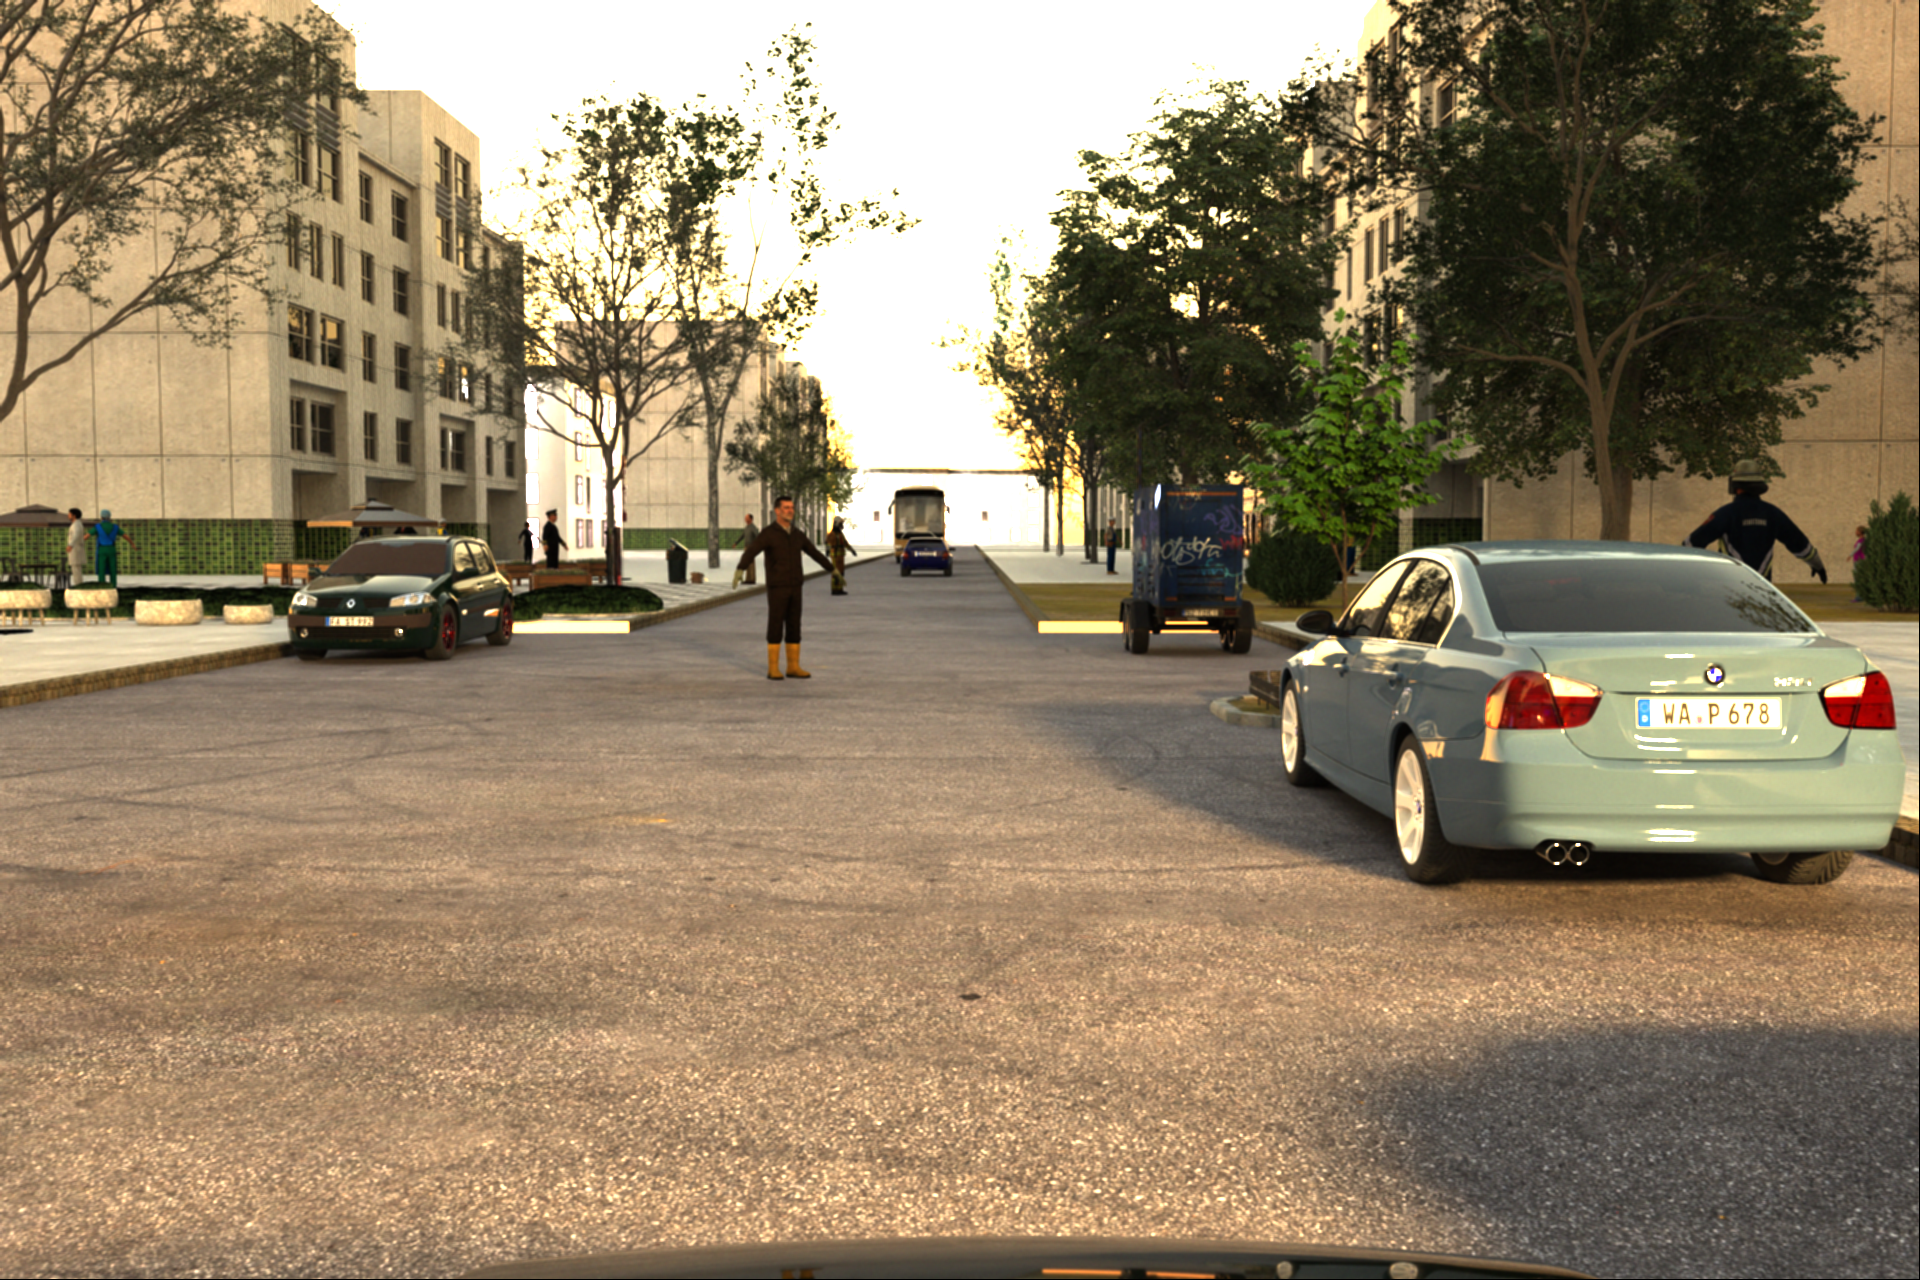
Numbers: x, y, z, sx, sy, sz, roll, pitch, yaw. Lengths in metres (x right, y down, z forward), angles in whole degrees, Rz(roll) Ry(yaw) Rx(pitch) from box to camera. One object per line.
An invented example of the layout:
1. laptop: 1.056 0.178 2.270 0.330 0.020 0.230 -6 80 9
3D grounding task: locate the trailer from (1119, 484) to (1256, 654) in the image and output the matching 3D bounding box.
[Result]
1. trailer: 2.732 -0.898 21.732 1.471 1.999 3.904 0 4 -1

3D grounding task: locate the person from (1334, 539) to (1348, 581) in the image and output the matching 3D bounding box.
1. person: 10.269 -2.503 47.055 0.705 1.813 1.348 3 4 38

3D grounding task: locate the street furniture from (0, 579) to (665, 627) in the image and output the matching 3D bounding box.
1. street furniture: -9.699 -0.673 26.623 10.072 0.657 5.734 0 4 -6

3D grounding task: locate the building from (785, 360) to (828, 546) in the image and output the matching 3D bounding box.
1. building: -24.474 -19.928 192.282 16.747 18.905 31.486 0 4 1

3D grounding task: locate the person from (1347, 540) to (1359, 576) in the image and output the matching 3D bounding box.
1. person: 12.004 -2.881 53.072 0.705 1.833 1.349 3 5 42

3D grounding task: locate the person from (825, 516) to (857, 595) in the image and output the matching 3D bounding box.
1. person: -2.847 -1.987 40.706 0.705 1.858 1.354 2 4 26

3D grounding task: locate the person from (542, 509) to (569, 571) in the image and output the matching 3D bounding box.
1. person: -9.060 -1.997 38.589 0.705 1.837 1.347 0 4 7

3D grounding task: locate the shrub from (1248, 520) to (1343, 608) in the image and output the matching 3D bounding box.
1. shrub: 5.916 -1.586 30.352 1.690 2.028 1.600 0 3 0

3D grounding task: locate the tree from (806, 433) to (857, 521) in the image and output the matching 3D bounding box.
1. tree: -8.969 -10.495 121.952 4.737 8.622 4.395 0 3 0

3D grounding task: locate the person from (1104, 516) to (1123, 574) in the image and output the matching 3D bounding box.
1. person: 4.865 -3.024 55.304 0.705 1.847 1.347 2 4 28

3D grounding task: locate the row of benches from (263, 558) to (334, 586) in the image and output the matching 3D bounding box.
1. row of benches: -16.069 -1.681 42.951 4.104 0.672 1.422 3 5 44

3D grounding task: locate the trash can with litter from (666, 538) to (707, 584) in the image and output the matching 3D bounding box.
1. trash can with litter: -7.114 -2.061 45.081 1.055 1.170 0.624 0 4 1

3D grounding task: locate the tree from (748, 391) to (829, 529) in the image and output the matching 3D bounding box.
1. tree: -9.241 -8.509 89.477 4.360 8.622 3.978 0 3 0

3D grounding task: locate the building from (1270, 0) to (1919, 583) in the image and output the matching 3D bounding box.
1. building: 22.136 -11.877 60.644 16.747 18.905 31.486 0 3 0

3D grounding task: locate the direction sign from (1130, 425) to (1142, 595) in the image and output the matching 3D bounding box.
1. direction sign: 3.779 -2.723 36.525 0.379 3.537 0.876 0 4 1

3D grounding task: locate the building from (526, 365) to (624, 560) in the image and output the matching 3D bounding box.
1. building: -23.964 -9.662 100.128 9.099 9.664 28.070 0 4 0

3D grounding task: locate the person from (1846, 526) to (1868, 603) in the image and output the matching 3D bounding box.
1. person: 16.822 -1.422 32.514 0.599 1.433 0.991 3 5 41

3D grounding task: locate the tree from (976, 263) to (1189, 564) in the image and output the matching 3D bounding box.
1. tree: 5.765 -10.071 75.036 12.009 13.543 11.850 0 3 0

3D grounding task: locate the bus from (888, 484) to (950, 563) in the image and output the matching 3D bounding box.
1. bus: -1.929 -5.909 88.163 2.896 3.916 12.252 0 4 0

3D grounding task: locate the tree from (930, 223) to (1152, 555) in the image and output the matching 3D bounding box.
1. tree: 4.990 -15.329 106.519 12.611 20.169 13.585 0 3 0

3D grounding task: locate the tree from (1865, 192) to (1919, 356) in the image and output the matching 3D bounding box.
1. tree: 25.409 -7.817 38.171 12.009 13.543 11.850 0 3 0

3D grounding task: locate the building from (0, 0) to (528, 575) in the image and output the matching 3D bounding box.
1. building: -29.740 -12.404 69.269 16.747 18.905 31.486 0 4 0

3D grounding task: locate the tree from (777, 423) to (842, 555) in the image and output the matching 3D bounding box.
1. tree: -9.557 -9.390 103.892 4.360 8.622 3.978 0 3 0

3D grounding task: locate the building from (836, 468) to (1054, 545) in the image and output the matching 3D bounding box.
1. building: -1.859 -16.891 220.775 28.070 9.664 9.099 0 4 -5

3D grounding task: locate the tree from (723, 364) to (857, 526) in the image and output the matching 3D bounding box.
1. tree: -9.430 -9.880 95.947 8.767 10.594 7.601 1 4 12

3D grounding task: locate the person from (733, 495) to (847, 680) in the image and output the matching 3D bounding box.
1. person: -1.721 -0.524 17.161 1.346 1.812 0.704 -3 5 -41

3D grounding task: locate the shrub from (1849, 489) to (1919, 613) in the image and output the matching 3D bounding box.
1. shrub: 15.437 -1.463 28.341 1.690 2.028 1.600 0 3 0

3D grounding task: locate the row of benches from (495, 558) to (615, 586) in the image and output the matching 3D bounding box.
1. row of benches: -10.200 -1.735 43.829 1.422 0.672 4.104 2 4 33

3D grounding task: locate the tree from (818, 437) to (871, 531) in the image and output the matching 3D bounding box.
1. tree: -9.030 -10.938 129.190 4.737 8.622 4.395 0 3 0

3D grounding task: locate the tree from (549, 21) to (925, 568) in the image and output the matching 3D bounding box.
1. tree: -8.183 -12.729 64.001 12.611 20.169 13.585 0 3 0

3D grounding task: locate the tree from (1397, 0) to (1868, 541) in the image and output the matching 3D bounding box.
1. tree: 13.900 -7.912 36.009 9.857 13.997 8.962 0 3 0

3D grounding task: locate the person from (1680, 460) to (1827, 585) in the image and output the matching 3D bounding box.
1. person: 6.013 -0.455 13.311 1.351 1.845 0.704 0 4 1

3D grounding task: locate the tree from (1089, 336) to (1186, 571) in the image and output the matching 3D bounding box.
1. tree: 6.361 -6.755 60.803 4.737 8.622 4.395 0 3 0

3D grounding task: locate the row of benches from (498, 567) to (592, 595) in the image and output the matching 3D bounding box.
1. row of benches: -8.628 -0.979 31.474 4.104 0.672 1.422 -1 4 -21

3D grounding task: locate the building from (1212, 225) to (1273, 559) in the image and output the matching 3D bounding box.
1. building: 24.404 -16.101 94.178 19.493 23.208 18.063 0 3 0

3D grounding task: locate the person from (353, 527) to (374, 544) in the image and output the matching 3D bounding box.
1. person: -20.070 -3.217 58.381 0.705 1.856 1.354 0 4 5

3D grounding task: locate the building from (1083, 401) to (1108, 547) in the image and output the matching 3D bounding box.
1. building: 22.490 -19.349 182.821 16.747 18.905 31.486 0 4 0

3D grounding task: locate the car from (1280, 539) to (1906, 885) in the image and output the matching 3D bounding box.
1. car: 2.723 0.222 8.377 2.014 1.417 4.499 0 4 1

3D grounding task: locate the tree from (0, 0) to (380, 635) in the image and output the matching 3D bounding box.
1. tree: -12.560 -6.831 22.055 12.009 13.543 11.850 0 3 0

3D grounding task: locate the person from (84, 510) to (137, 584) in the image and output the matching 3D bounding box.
1. person: -18.637 -1.936 37.786 1.347 1.817 0.704 -3 5 -45

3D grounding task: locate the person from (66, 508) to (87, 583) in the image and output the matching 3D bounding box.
1. person: -18.106 -1.788 35.421 0.705 1.806 1.347 -2 4 -24

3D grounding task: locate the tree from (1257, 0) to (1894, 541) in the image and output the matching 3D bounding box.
1. tree: 8.394 -5.389 22.526 8.767 10.594 7.601 -1 4 -22

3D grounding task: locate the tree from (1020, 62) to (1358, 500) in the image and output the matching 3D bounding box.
1. tree: 6.478 -8.697 48.844 9.857 13.997 8.962 0 3 0

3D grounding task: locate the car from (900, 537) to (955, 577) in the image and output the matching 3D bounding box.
1. car: -1.137 -2.890 59.826 1.945 1.354 3.894 0 4 0

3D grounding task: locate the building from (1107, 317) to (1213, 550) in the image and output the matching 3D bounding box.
1. building: 22.458 -17.306 149.411 16.747 18.905 31.486 0 3 0

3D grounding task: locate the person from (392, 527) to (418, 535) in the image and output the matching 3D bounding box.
1. person: -15.828 -2.639 49.340 1.347 1.806 0.705 1 4 17

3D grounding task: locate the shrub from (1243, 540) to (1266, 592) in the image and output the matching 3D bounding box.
1. shrub: 6.781 -1.679 38.560 1.383 1.207 1.383 0 3 0

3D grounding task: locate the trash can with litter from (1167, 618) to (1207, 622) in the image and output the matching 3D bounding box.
1. trash can with litter: 3.490 -0.859 25.435 1.055 1.170 0.624 0 4 -1

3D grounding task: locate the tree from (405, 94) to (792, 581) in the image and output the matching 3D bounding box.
1. tree: -9.709 -8.426 48.128 12.009 13.543 11.850 0 3 0

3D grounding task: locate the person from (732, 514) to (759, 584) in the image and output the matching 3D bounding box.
1. person: -5.412 -2.330 44.361 0.705 1.796 1.348 -3 4 -36

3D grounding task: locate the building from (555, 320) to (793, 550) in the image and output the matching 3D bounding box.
1. building: -25.159 -17.895 159.036 16.747 18.905 31.486 0 4 0

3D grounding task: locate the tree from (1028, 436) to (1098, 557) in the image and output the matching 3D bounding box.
1. tree: 5.599 -9.033 98.049 4.360 8.622 3.978 0 3 0

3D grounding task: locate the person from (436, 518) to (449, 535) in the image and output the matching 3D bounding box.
1. person: -15.849 -2.872 53.415 0.721 1.772 1.216 -3 5 -43

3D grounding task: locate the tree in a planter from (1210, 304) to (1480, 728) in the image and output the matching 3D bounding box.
1. tree in a planter: 3.012 -0.996 13.512 1.991 3.239 1.994 0 4 0

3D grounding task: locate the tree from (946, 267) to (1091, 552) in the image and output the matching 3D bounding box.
1. tree: 4.790 -16.450 124.850 12.611 20.169 13.585 0 3 0

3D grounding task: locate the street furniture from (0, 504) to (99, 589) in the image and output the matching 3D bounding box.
1. street furniture: -33.639 -1.835 35.035 27.439 1.986 14.083 0 4 0

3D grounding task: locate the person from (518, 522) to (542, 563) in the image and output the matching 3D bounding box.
1. person: -15.877 -3.501 63.955 0.721 1.740 1.216 2 4 29

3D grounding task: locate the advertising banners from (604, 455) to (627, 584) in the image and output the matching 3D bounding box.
1. advertising banners: -7.454 -2.537 37.664 0.090 3.025 2.074 0 4 2

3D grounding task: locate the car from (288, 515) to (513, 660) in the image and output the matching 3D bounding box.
1. car: -6.659 -0.680 20.901 2.009 1.686 4.222 0 3 0

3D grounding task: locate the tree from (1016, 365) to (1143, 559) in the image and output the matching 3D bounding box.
1. tree: 6.198 -9.390 87.939 7.601 10.594 8.767 1 4 12
